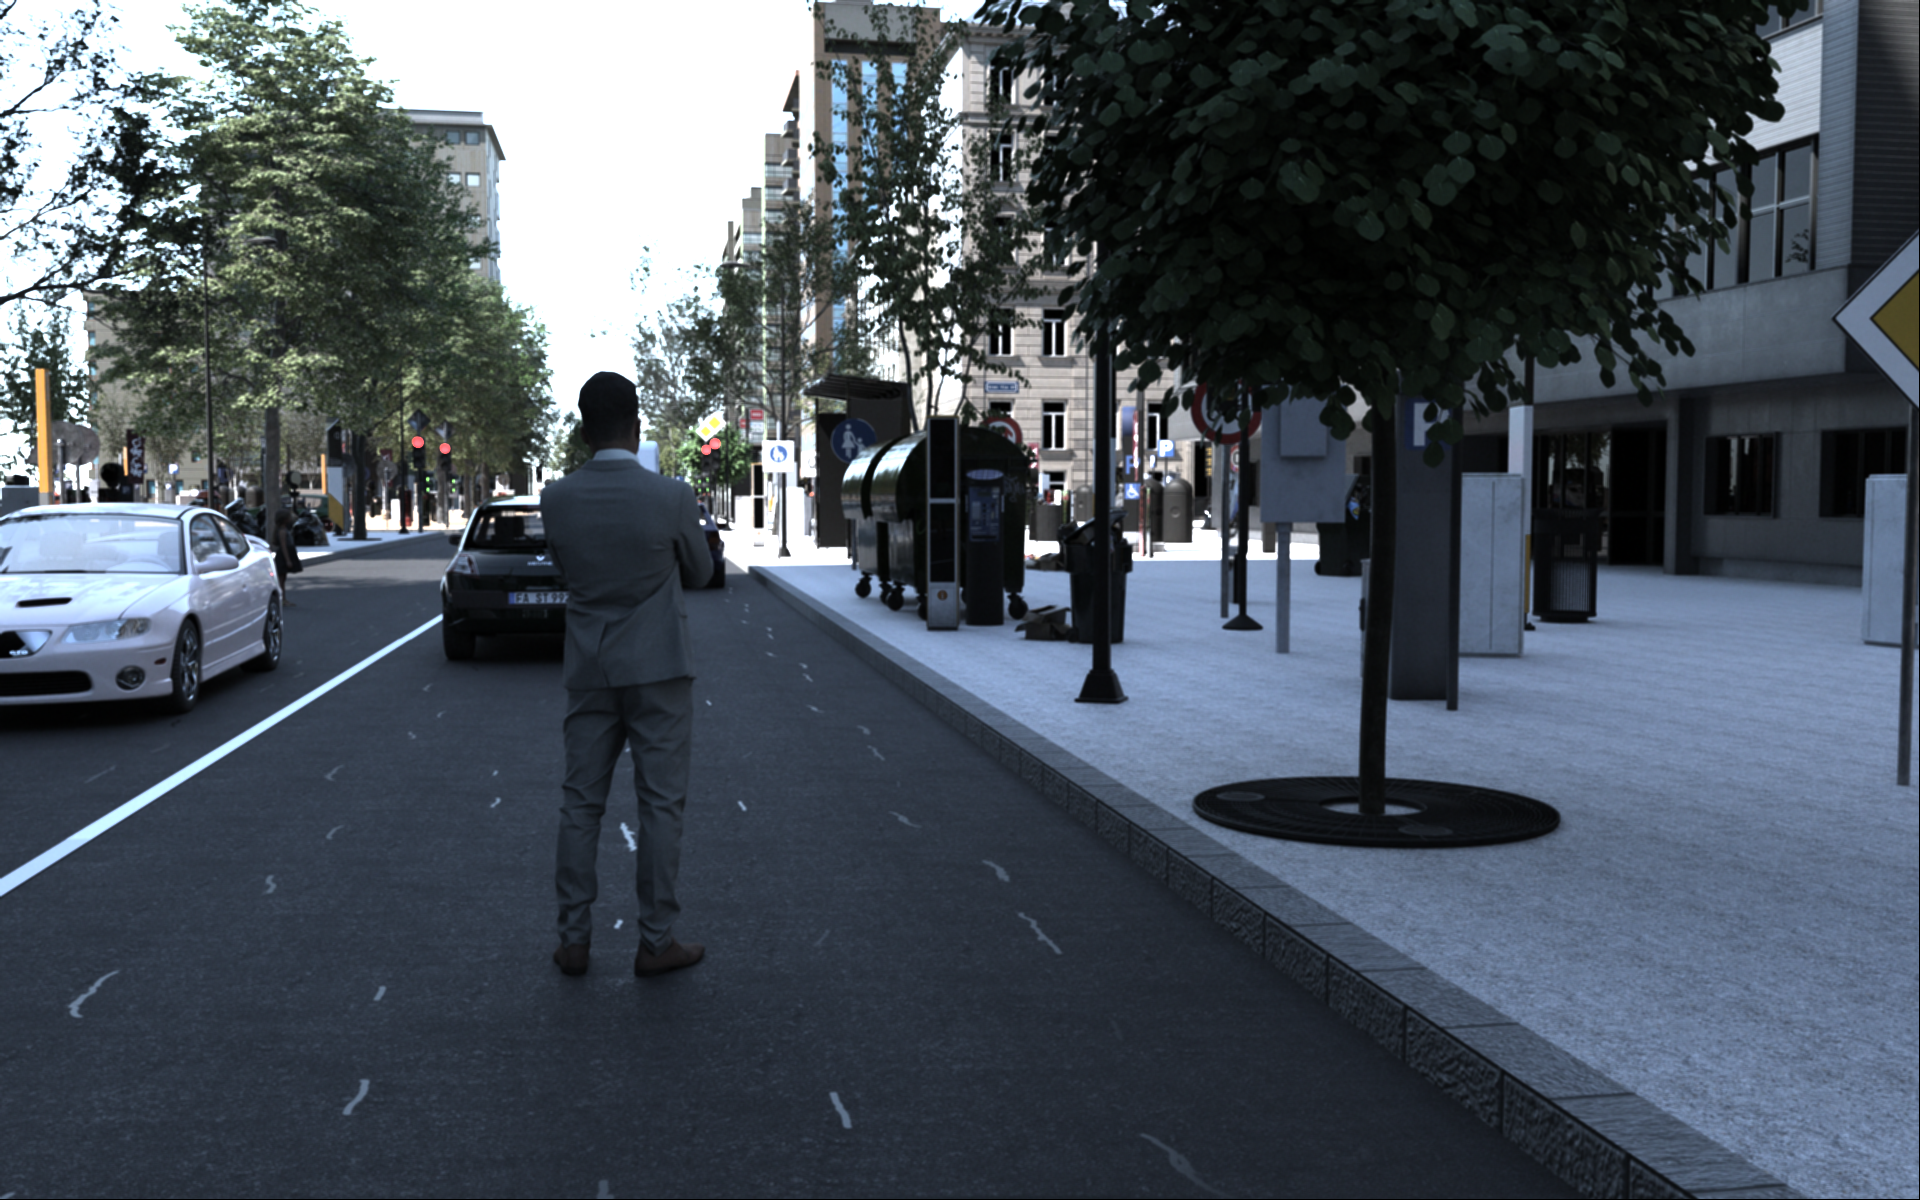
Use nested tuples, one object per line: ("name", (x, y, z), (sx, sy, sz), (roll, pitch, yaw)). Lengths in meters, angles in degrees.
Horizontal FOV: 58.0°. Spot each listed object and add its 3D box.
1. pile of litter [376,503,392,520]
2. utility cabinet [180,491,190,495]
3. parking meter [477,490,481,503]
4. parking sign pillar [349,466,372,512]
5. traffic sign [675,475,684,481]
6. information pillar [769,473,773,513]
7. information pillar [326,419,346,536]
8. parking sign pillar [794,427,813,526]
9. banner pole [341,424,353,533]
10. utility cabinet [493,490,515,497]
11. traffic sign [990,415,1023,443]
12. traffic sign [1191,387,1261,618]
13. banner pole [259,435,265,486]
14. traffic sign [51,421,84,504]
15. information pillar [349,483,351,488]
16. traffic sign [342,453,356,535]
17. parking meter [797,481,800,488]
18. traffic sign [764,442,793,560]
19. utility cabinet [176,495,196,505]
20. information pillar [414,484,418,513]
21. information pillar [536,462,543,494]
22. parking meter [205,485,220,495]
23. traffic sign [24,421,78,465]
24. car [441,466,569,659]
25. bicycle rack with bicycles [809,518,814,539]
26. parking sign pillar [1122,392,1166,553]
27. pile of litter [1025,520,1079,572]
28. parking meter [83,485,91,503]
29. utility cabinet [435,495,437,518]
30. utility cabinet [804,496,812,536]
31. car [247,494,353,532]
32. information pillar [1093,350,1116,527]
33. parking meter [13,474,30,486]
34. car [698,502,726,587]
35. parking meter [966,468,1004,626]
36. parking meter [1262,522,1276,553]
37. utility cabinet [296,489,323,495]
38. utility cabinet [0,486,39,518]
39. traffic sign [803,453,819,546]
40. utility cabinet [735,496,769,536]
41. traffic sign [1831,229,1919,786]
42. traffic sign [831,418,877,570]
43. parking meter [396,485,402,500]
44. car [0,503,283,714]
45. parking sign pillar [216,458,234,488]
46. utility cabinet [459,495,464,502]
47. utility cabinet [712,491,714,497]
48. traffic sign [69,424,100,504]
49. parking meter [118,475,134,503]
("pile of litter", (-28.252, -4.415, 86.150), (1.719, 0.858, 1.176), (0, 4, -4))
("utility cabinet", (-57.774, -7.402, 129.701), (1.173, 1.500, 0.318), (1, 4, 10))
("parking meter", (-29.682, -6.013, 106.725), (0.372, 1.533, 0.369), (0, 3, 0))
("parking sign pillar", (-41.894, -8.128, 121.372), (1.447, 3.967, 1.447), (2, 4, 33))
("traffic sign", (-19.122, -7.214, 118.052), (0.768, 2.556, 0.104), (-1, 4, -9))
("information pillar", (-12.630, -7.610, 115.770), (0.183, 3.616, 0.504), (1, 4, 17))
("information pillar", (-19.075, -3.764, 52.892), (0.183, 3.616, 0.504), (2, 4, 35))
("parking sign pillar", (-6.563, -4.894, 68.496), (1.447, 3.967, 1.447), (0, 4, -4))
("banner pole", (-20.154, -4.087, 56.838), (0.401, 3.779, 0.863), (0, 4, -3))
("utility cabinet", (-25.711, -5.442, 97.662), (1.173, 1.500, 0.318), (0, 4, -1))
("traffic sign", (0.615, -1.687, 27.681), (0.768, 2.556, 0.104), (0, 4, -7))
("traffic sign", (2.750, -1.090, 17.922), (0.768, 2.556, 0.104), (0, 4, -2))
("banner pole", (-26.056, -4.607, 65.339), (0.401, 3.779, 0.863), (2, 4, 24))
("traffic sign", (-15.574, -1.831, 30.037), (0.768, 2.556, 0.104), (0, 4, -3))
("information pillar", (-38.857, -6.453, 109.992), (0.304, 2.012, 0.304), (1, 4, 19))
("traffic sign", (-19.047, -3.273, 53.618), (0.768, 2.556, 0.104), (0, 4, -3))
("parking meter", (-6.380, -3.754, 67.090), (0.399, 1.863, 0.255), (-1, 4, -20))
("traffic sign", (-3.524, -1.929, 33.674), (0.606, 2.300, 0.079), (-1, 4, -10))
("utility cabinet", (-36.344, -4.304, 81.539), (0.306, 1.237, 1.020), (2, 4, 34))
("information pillar", (-37.760, -7.098, 120.542), (0.304, 2.012, 0.304), (-3, 4, -38))
("information pillar", (-30.436, -8.204, 125.495), (0.504, 3.616, 0.183), (-1, 4, -18))
("parking meter", (-20.818, -2.437, 48.264), (0.372, 1.533, 0.369), (0, 3, 0))
("traffic sign", (-15.994, -1.865, 30.490), (0.884, 2.594, 0.081), (0, 4, -6))
("car", (-3.894, -0.413, 16.532), (2.009, 1.686, 4.222), (-1, 4, -10))
("bicycle rack with bicycles", (-3.230, -2.195, 49.271), (2.852, 0.926, 2.925), (2, 4, 34))
("parking sign pillar", (3.830, -3.040, 38.172), (1.447, 3.967, 1.447), (0, 4, 8))
("pile of litter", (1.616, -0.945, 29.417), (1.176, 0.858, 1.719), (1, 4, 16))
("parking meter", (-56.141, -6.465, 111.417), (0.255, 1.863, 0.399), (3, 4, 38))
("utility cabinet", (-28.161, -5.044, 93.628), (0.306, 1.237, 1.020), (-1, 4, -20))
("utility cabinet", (-4.948, -2.575, 53.266), (0.306, 1.237, 1.020), (-3, 5, -41))
("car", (-23.616, -3.132, 60.997), (4.222, 1.686, 2.009), (-1, 4, -10))
("information pillar", (2.155, -2.103, 25.743), (0.183, 3.616, 0.504), (-2, 4, -30))
("parking meter", (-26.900, -2.692, 49.725), (0.399, 1.863, 0.255), (0, 4, 1))
("car", (-4.701, -0.929, 27.768), (1.945, 1.354, 3.894), (-1, 4, -11))
("parking meter", (0.243, -0.524, 16.977), (0.372, 1.533, 0.369), (0, 3, 0))
("parking meter", (6.692, -1.942, 37.468), (0.255, 1.863, 0.399), (0, 4, -1))
("utility cabinet", (-28.842, -4.160, 76.700), (1.173, 1.500, 0.318), (-2, 4, -33))
("utility cabinet", (-25.107, -2.317, 46.569), (1.173, 1.500, 0.318), (0, 4, -4))
("traffic sign", (-3.570, -2.469, 42.498), (0.606, 2.300, 0.079), (0, 4, -3))
("utility cabinet", (-6.448, -2.602, 53.705), (1.020, 1.237, 0.306), (0, 4, 0))
("traffic sign", (4.158, -0.390, 7.566), (0.795, 2.450, 0.064), (0, 4, -2))
("traffic sign", (-1.788, -1.782, 29.243), (0.768, 2.556, 0.104), (0, 4, -4))
("parking meter", (-36.966, -6.637, 114.218), (0.255, 1.863, 0.399), (2, 4, 31))
("car", (-6.231, -0.016, 12.619), (2.083, 1.381, 4.827), (-1, 4, -11))
("parking sign pillar", (-54.851, -8.628, 129.543), (1.447, 3.967, 1.447), (3, 5, 44))
("utility cabinet", (-38.545, -7.519, 134.091), (0.306, 1.237, 1.020), (-1, 4, -21))
("utility cabinet", (-17.460, -7.186, 126.176), (1.173, 1.500, 0.318), (0, 4, 7))
("traffic sign", (-16.034, -1.920, 31.502), (0.768, 2.556, 0.104), (-1, 4, -9))
("parking meter", (-23.953, -2.695, 49.774), (0.399, 1.863, 0.255), (-1, 4, -20))
